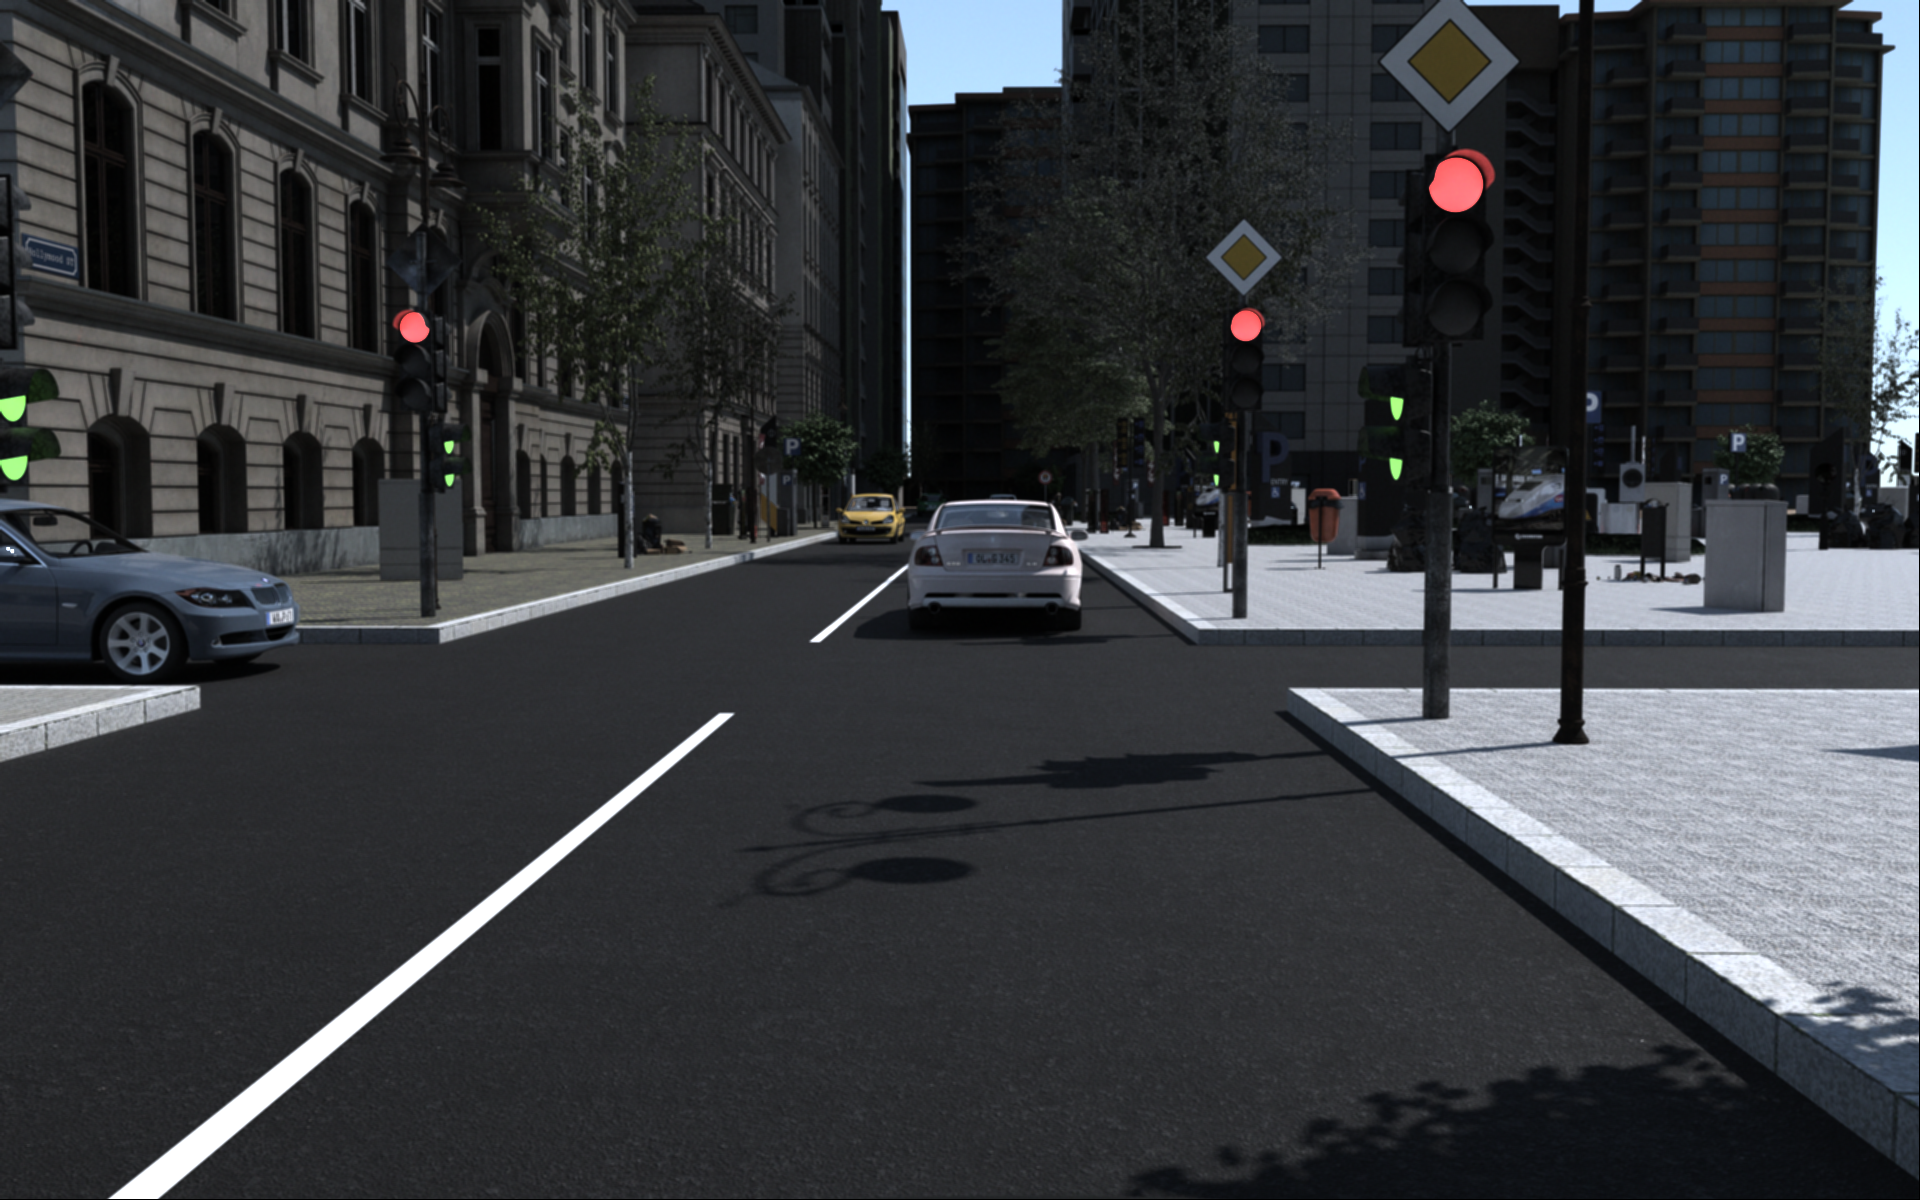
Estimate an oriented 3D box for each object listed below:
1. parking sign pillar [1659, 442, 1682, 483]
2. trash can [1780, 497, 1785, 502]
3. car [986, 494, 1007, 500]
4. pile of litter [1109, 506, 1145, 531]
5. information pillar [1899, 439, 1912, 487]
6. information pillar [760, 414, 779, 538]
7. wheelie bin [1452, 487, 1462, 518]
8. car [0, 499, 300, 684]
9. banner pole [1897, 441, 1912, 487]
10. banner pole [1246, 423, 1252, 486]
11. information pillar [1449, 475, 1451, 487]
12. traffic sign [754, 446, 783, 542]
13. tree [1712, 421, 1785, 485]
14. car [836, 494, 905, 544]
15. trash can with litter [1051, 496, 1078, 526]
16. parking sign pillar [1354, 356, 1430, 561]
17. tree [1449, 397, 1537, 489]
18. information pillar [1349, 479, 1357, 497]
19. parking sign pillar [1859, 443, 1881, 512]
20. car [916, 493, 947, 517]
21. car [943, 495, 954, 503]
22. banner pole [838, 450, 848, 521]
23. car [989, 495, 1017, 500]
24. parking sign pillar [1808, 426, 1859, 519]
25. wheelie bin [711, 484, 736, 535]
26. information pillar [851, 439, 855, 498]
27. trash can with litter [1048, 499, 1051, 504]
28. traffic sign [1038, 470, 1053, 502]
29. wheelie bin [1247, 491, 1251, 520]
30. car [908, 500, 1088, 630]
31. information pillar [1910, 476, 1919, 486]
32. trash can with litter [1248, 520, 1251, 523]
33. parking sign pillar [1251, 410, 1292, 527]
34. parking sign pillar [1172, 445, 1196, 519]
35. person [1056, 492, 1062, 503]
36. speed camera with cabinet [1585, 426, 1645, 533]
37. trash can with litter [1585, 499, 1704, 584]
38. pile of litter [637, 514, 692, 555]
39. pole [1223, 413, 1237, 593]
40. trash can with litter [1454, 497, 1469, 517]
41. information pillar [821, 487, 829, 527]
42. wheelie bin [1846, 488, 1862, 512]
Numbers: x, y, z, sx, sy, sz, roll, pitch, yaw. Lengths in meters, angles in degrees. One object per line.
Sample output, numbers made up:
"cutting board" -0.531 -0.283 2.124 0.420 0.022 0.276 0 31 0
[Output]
"parking sign pillar" 37.259 -6.261 90.845 1.447 3.967 1.447 -1 4 -12
"trash can" 39.503 -4.413 83.803 0.748 1.137 0.748 0 3 0
"car" 2.940 -7.516 131.675 1.959 1.807 4.718 0 4 0
"pile of litter" 5.953 -2.895 61.292 1.719 0.858 1.176 -3 4 -36
"information pillar" 40.349 -5.053 73.973 0.504 3.616 0.183 1 4 20
"information pillar" -5.617 -3.643 50.920 0.504 3.616 0.183 -2 4 -27
"wheelie bin" 23.403 -4.546 82.241 0.693 1.594 0.980 -1 4 -15
"car" -7.660 -0.117 13.917 4.499 1.417 2.014 0 4 2
"banner pole" 44.265 -5.586 81.342 0.863 3.779 0.401 0 4 -1
"banner pole" 10.132 -4.296 60.256 0.863 3.779 0.401 1 4 22
"information pillar" 18.546 -3.767 66.077 0.304 2.012 0.304 0 4 8
"traffic sign" -5.118 -2.821 46.236 0.768 2.556 0.104 0 4 4
"tree" 35.639 -5.794 78.453 4.285 4.588 4.351 0 3 0
"car" -2.579 -2.489 50.923 2.015 1.641 3.980 0 4 2
"trash can with litter" 4.260 -3.557 69.542 0.624 1.170 1.055 2 4 25
"parking sign pillar" 8.494 -2.781 33.940 1.447 3.967 1.447 -1 4 -11
"tree" 17.814 -4.594 58.823 4.285 4.588 4.351 0 3 0
"information pillar" 19.519 -4.989 86.057 0.304 2.012 0.304 -3 5 -43
"parking sign pillar" 45.096 -5.976 86.178 1.447 3.967 1.447 -1 4 -14
"car" -1.829 -6.269 111.294 1.959 1.807 4.718 0 4 1
"car" -1.463 -7.700 138.483 1.945 1.354 3.894 0 4 2
"banner pole" -5.184 -5.263 76.063 0.401 3.779 0.863 3 4 36
"car" 2.126 -4.497 85.520 2.014 1.417 4.499 0 4 2
"parking sign pillar" 34.791 -4.951 69.423 1.447 3.967 1.447 -3 4 -39
"wheelie bin" -7.433 -2.831 54.187 0.980 1.594 0.693 1 4 15
"information pillar" -4.552 -5.034 73.661 0.183 3.616 0.504 0 4 8
"trash can with litter" 4.655 -4.767 89.324 0.624 1.170 1.055 -3 4 -37
"traffic sign" 4.600 -5.699 93.288 0.768 2.556 0.104 0 4 7
"wheelie bin" 14.534 -4.714 84.983 0.693 1.594 0.980 -2 4 -28
"car" 0.429 -0.449 19.704 2.083 1.381 4.827 0 4 2
"information pillar" 38.085 -3.949 69.053 0.304 2.012 0.304 -1 4 -11
"trash can with litter" 12.697 -3.965 75.882 2.233 1.210 1.678 1 4 20
"parking sign pillar" 9.815 -4.044 54.590 1.447 3.967 1.447 -2 4 -30
"parking sign pillar" 11.879 -6.268 90.949 1.447 3.967 1.447 -2 4 -25
"person" 9.779 -10.041 172.670 1.348 1.824 0.705 -3 5 -43
"speed camera with cabinet" 18.753 -3.418 50.215 2.038 3.252 0.660 1 4 19
"trash can with litter" 10.288 -0.874 25.354 1.678 1.210 2.233 -1 4 -12
"pile of litter" -6.385 -1.421 37.198 1.176 0.858 1.719 3 5 40
"pole" 3.526 -1.753 22.508 0.158 3.312 0.155 0 3 0
"trash can with litter" 20.186 -3.558 69.555 0.624 1.170 1.055 0 4 8
"information pillar" -5.237 -3.833 67.169 0.304 2.012 0.304 -1 4 -13
"wheelie bin" 43.417 -4.668 84.227 0.693 1.594 0.980 3 5 41
